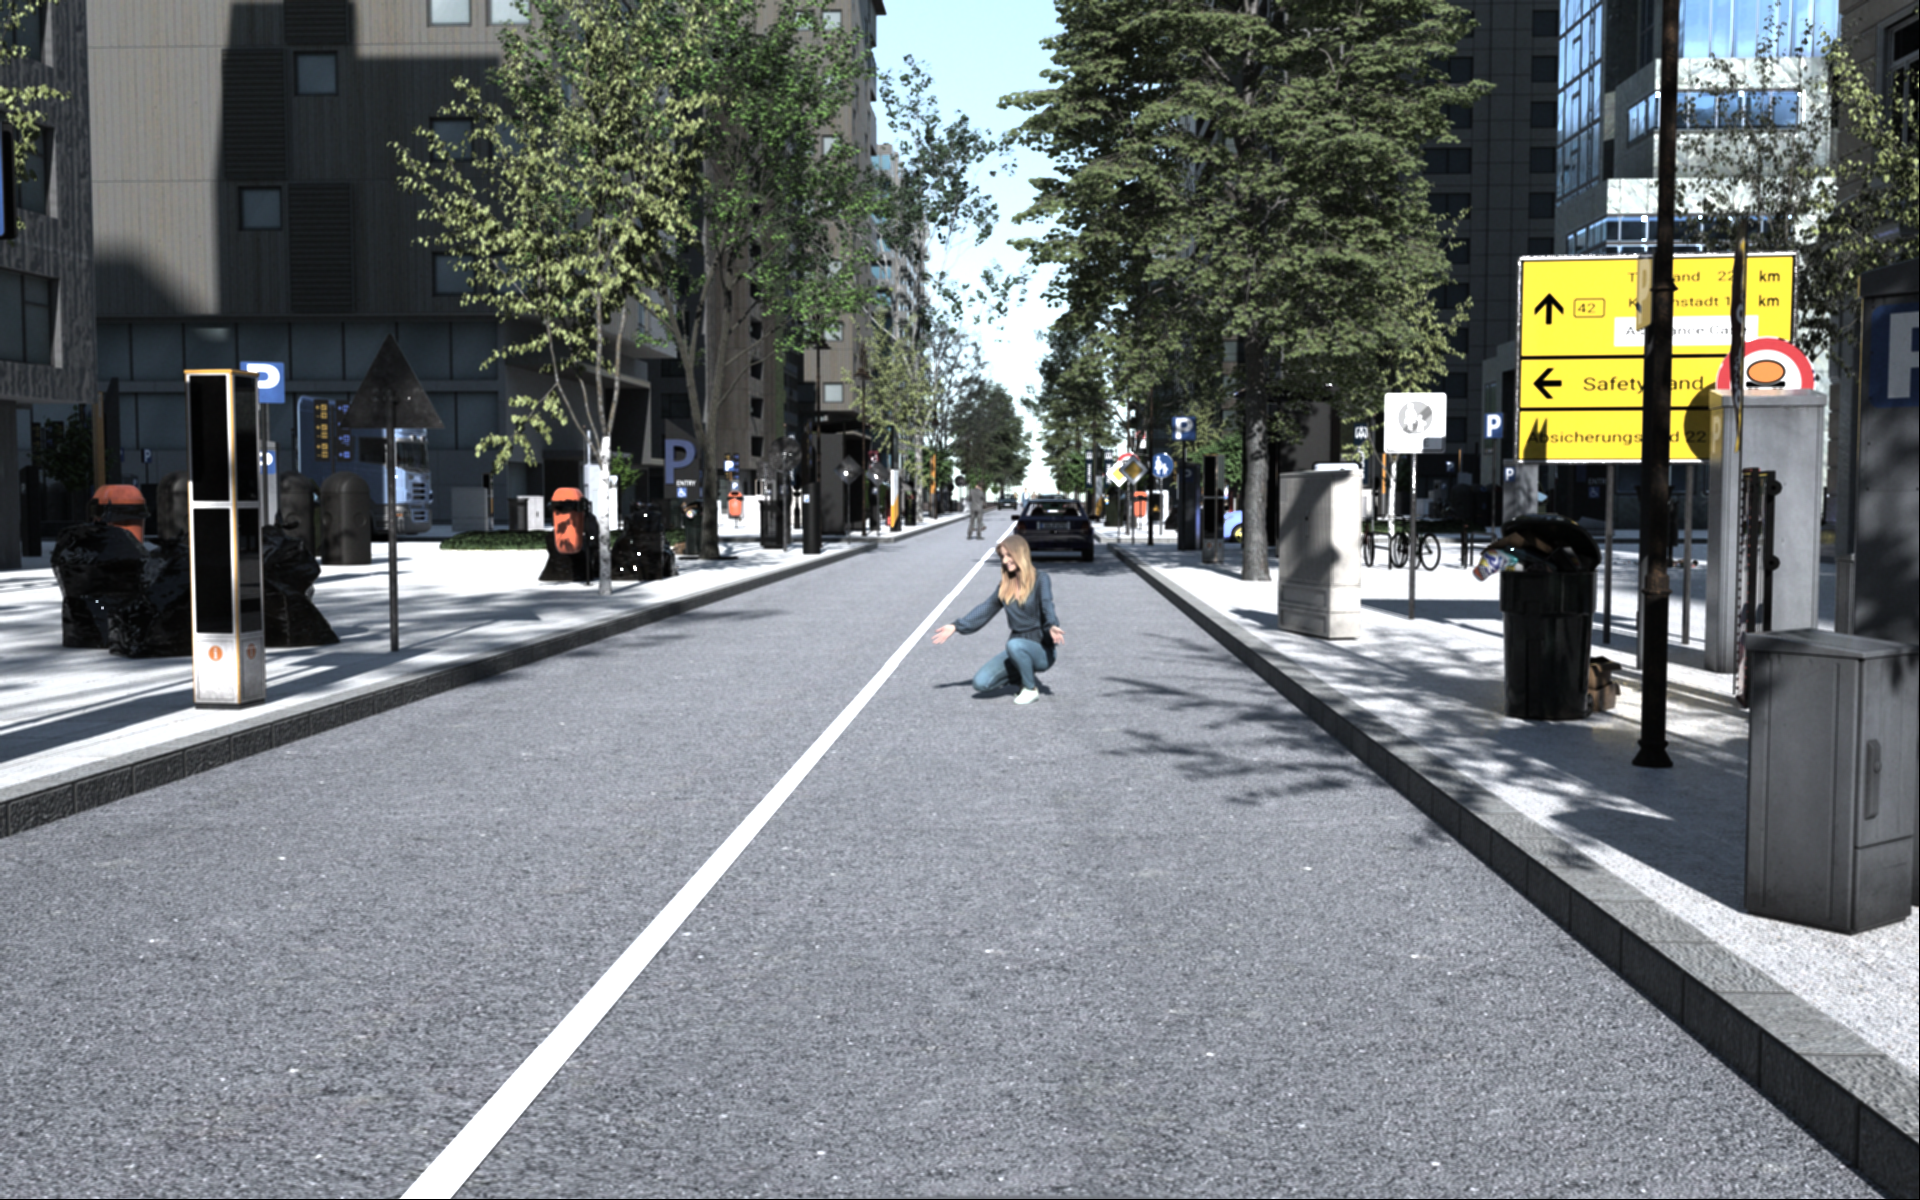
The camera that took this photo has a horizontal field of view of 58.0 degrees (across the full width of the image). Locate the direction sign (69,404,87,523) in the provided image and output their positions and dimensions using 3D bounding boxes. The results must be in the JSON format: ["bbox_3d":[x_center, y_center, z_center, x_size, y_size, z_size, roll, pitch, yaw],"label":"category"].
[{"bbox_3d":[-21.385,-3.077,42.301,0.379,3.537,0.876,-1,4,-19],"label":"direction sign"}]

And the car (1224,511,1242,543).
[{"bbox_3d":[8.881,-2.356,48.118,3.694,1.707,1.945,0,4,2],"label":"car"}]

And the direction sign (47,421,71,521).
[{"bbox_3d":[-27.742,-3.785,53.875,0.876,3.537,0.379,0,3,0],"label":"direction sign"}]

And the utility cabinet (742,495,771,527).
[{"bbox_3d":[-7.914,-3.456,67.667,1.020,1.237,0.306,0,4,-5],"label":"utility cabinet"}]

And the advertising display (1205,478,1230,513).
[{"bbox_3d":[10.522,-4.011,70.798,0.974,1.923,0.123,1,4,21],"label":"advertising display"}]

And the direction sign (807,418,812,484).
[{"bbox_3d":[-4.506,-3.666,51.942,0.379,3.537,0.876,-1,4,-13],"label":"direction sign"}]

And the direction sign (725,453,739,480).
[{"bbox_3d":[-12.632,-6.360,95.987,0.876,3.537,0.379,1,4,18],"label":"direction sign"}]

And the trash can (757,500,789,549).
[{"bbox_3d":[-4.375,-1.769,40.584,0.748,1.137,0.748,0,3,0],"label":"trash can"}]

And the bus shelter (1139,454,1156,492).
[{"bbox_3d":[9.293,-5.892,90.259,2.014,3.302,5.546,0,4,3],"label":"bus shelter"}]

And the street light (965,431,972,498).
[{"bbox_3d":[0.675,-9.551,128.939,0.468,5.910,1.993,0,4,3],"label":"street light"}]

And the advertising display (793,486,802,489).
[{"bbox_3d":[-9.731,-6.096,104.875,0.974,1.923,0.123,1,4,20],"label":"advertising display"}]

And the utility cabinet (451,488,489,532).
[{"bbox_3d":[-16.541,-3.046,58.480,1.173,1.500,0.318,0,4,8],"label":"utility cabinet"}]

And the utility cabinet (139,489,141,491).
[{"bbox_3d":[-32.861,-3.720,69.501,0.318,1.500,1.173,1,4,22],"label":"utility cabinet"}]

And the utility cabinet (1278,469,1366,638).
[{"bbox_3d":[3.240,-0.430,15.702,0.318,1.500,1.173,-1,4,-12],"label":"utility cabinet"}]

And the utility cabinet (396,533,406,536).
[{"bbox_3d":[-17.350,-2.692,52.687,1.173,1.500,0.318,2,4,35],"label":"utility cabinet"}]

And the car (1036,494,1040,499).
[{"bbox_3d":[12.633,-15.749,267.289,2.009,1.686,4.222,0,4,3],"label":"car"}]

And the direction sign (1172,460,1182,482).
[{"bbox_3d":[14.516,-7.532,115.152,0.876,3.537,0.379,1,4,21],"label":"direction sign"}]

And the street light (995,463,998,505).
[{"bbox_3d":[4.669,-14.656,212.407,0.468,5.910,1.993,0,4,3],"label":"street light"}]

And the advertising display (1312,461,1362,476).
[{"bbox_3d":[7.447,-1.777,34.274,0.974,1.923,0.123,2,4,29],"label":"advertising display"}]

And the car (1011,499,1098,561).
[{"bbox_3d":[2.088,-1.570,38.246,1.945,1.354,3.894,0,4,4],"label":"car"}]

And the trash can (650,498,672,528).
[{"bbox_3d":[-9.718,-2.729,56.272,0.748,1.137,0.748,0,3,0],"label":"trash can"}]

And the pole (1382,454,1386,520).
[{"bbox_3d":[21.334,-5.709,87.192,0.158,3.312,0.155,0,3,0],"label":"pole"}]

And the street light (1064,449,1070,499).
[{"bbox_3d":[10.521,-11.867,166.816,0.468,5.910,1.993,0,4,3],"label":"street light"}]

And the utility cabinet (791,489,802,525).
[{"bbox_3d":[-6.906,-3.849,71.614,1.173,1.500,0.318,0,4,7],"label":"utility cabinet"}]

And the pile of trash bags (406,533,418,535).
[{"bbox_3d":[-18.829,-2.728,54.350,3.447,1.369,1.912,-1,4,-18],"label":"pile of trash bags"}]

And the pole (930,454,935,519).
[{"bbox_3d":[-1.498,-6.044,92.659,0.158,3.312,0.155,0,3,0],"label":"pole"}]

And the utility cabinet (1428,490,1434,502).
[{"bbox_3d":[28.332,-5.779,103.163,0.318,1.500,1.173,-1,4,-16],"label":"utility cabinet"}]

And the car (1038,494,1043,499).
[{"bbox_3d":[7.906,-9.143,159.716,2.015,1.641,3.980,0,4,3],"label":"car"}]

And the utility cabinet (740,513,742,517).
[{"bbox_3d":[-12.545,-5.255,97.085,1.020,1.237,0.306,2,4,31],"label":"utility cabinet"}]

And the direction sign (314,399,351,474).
[{"bbox_3d":[-15.068,-3.037,41.658,0.876,3.537,0.379,-3,5,-42],"label":"direction sign"}]

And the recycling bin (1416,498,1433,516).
[{"bbox_3d":[26.783,-5.348,100.000,0.722,1.027,0.722,-2,4,-31],"label":"recycling bin"}]

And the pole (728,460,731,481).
[{"bbox_3d":[-13.789,-6.723,103.764,0.158,3.312,0.155,0,3,0],"label":"pole"}]

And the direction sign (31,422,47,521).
[{"bbox_3d":[-29.113,-3.858,55.068,0.379,3.537,0.876,1,4,19],"label":"direction sign"}]

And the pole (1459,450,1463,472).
[{"bbox_3d":[22.914,-5.228,79.313,0.158,3.312,0.155,0,3,0],"label":"pole"}]

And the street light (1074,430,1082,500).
[{"bbox_3d":[8.908,-9.712,131.584,0.468,5.910,1.993,0,4,3],"label":"street light"}]

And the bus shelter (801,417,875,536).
[{"bbox_3d":[-3.892,-3.976,56.294,1.731,3.624,6.357,0,4,3],"label":"bus shelter"}]

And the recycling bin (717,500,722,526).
[{"bbox_3d":[-10.021,-3.489,69.606,0.722,1.027,0.722,-1,4,-23],"label":"recycling bin"}]

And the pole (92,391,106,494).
[{"bbox_3d":[-17.137,-2.486,34.494,0.158,3.312,0.155,0,3,0],"label":"pole"}]

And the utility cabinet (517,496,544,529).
[{"bbox_3d":[-15.518,-3.147,62.622,0.306,1.237,1.020,2,4,35],"label":"utility cabinet"}]

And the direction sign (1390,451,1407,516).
[{"bbox_3d":[24.536,-6.417,96.914,0.876,3.537,0.379,0,4,-1],"label":"direction sign"}]

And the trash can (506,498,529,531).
[{"bbox_3d":[-14.776,-2.830,57.932,0.748,1.137,0.748,0,3,0],"label":"trash can"}]

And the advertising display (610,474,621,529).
[{"bbox_3d":[-11.446,-3.157,56.837,0.974,1.923,0.123,3,5,44],"label":"advertising display"}]

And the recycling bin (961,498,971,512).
[{"bbox_3d":[0.528,-6.683,121.825,0.722,1.027,0.722,3,5,40],"label":"recycling bin"}]

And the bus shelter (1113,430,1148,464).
[{"bbox_3d":[10.522,-7.885,106.545,2.179,5.291,8.768,0,4,2],"label":"bus shelter"}]

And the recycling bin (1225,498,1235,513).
[{"bbox_3d":[17.420,-6.112,112.487,0.722,1.027,0.722,3,5,39],"label":"recycling bin"}]

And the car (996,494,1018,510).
[{"bbox_3d":[4.297,-8.990,156.777,2.009,1.686,4.222,0,4,2],"label":"car"}]

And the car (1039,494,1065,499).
[{"bbox_3d":[4.815,-4.954,90.780,2.009,1.686,4.222,0,4,2],"label":"car"}]

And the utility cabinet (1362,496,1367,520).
[{"bbox_3d":[13.489,-2.971,59.744,1.020,1.237,0.306,0,4,-8],"label":"utility cabinet"}]

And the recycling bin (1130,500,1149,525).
[{"bbox_3d":[7.434,-3.629,71.896,0.722,1.027,0.722,1,4,13],"label":"recycling bin"}]

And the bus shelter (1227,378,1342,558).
[{"bbox_3d":[7.036,-2.855,37.957,1.731,3.624,6.357,0,4,3],"label":"bus shelter"}]

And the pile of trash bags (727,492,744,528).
[{"bbox_3d":[-9.791,-3.358,64.662,3.447,1.369,1.912,0,4,-2],"label":"pile of trash bags"}]

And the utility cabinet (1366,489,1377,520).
[{"bbox_3d":[18.515,-4.330,79.472,1.173,1.500,0.318,1,4,8],"label":"utility cabinet"}]

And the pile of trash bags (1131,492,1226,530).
[{"bbox_3d":[7.817,-3.190,61.915,3.447,1.369,1.912,0,4,-3],"label":"pile of trash bags"}]

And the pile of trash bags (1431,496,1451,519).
[{"bbox_3d":[25.237,-4.788,88.032,1.912,1.369,3.447,0,4,0],"label":"pile of trash bags"}]
